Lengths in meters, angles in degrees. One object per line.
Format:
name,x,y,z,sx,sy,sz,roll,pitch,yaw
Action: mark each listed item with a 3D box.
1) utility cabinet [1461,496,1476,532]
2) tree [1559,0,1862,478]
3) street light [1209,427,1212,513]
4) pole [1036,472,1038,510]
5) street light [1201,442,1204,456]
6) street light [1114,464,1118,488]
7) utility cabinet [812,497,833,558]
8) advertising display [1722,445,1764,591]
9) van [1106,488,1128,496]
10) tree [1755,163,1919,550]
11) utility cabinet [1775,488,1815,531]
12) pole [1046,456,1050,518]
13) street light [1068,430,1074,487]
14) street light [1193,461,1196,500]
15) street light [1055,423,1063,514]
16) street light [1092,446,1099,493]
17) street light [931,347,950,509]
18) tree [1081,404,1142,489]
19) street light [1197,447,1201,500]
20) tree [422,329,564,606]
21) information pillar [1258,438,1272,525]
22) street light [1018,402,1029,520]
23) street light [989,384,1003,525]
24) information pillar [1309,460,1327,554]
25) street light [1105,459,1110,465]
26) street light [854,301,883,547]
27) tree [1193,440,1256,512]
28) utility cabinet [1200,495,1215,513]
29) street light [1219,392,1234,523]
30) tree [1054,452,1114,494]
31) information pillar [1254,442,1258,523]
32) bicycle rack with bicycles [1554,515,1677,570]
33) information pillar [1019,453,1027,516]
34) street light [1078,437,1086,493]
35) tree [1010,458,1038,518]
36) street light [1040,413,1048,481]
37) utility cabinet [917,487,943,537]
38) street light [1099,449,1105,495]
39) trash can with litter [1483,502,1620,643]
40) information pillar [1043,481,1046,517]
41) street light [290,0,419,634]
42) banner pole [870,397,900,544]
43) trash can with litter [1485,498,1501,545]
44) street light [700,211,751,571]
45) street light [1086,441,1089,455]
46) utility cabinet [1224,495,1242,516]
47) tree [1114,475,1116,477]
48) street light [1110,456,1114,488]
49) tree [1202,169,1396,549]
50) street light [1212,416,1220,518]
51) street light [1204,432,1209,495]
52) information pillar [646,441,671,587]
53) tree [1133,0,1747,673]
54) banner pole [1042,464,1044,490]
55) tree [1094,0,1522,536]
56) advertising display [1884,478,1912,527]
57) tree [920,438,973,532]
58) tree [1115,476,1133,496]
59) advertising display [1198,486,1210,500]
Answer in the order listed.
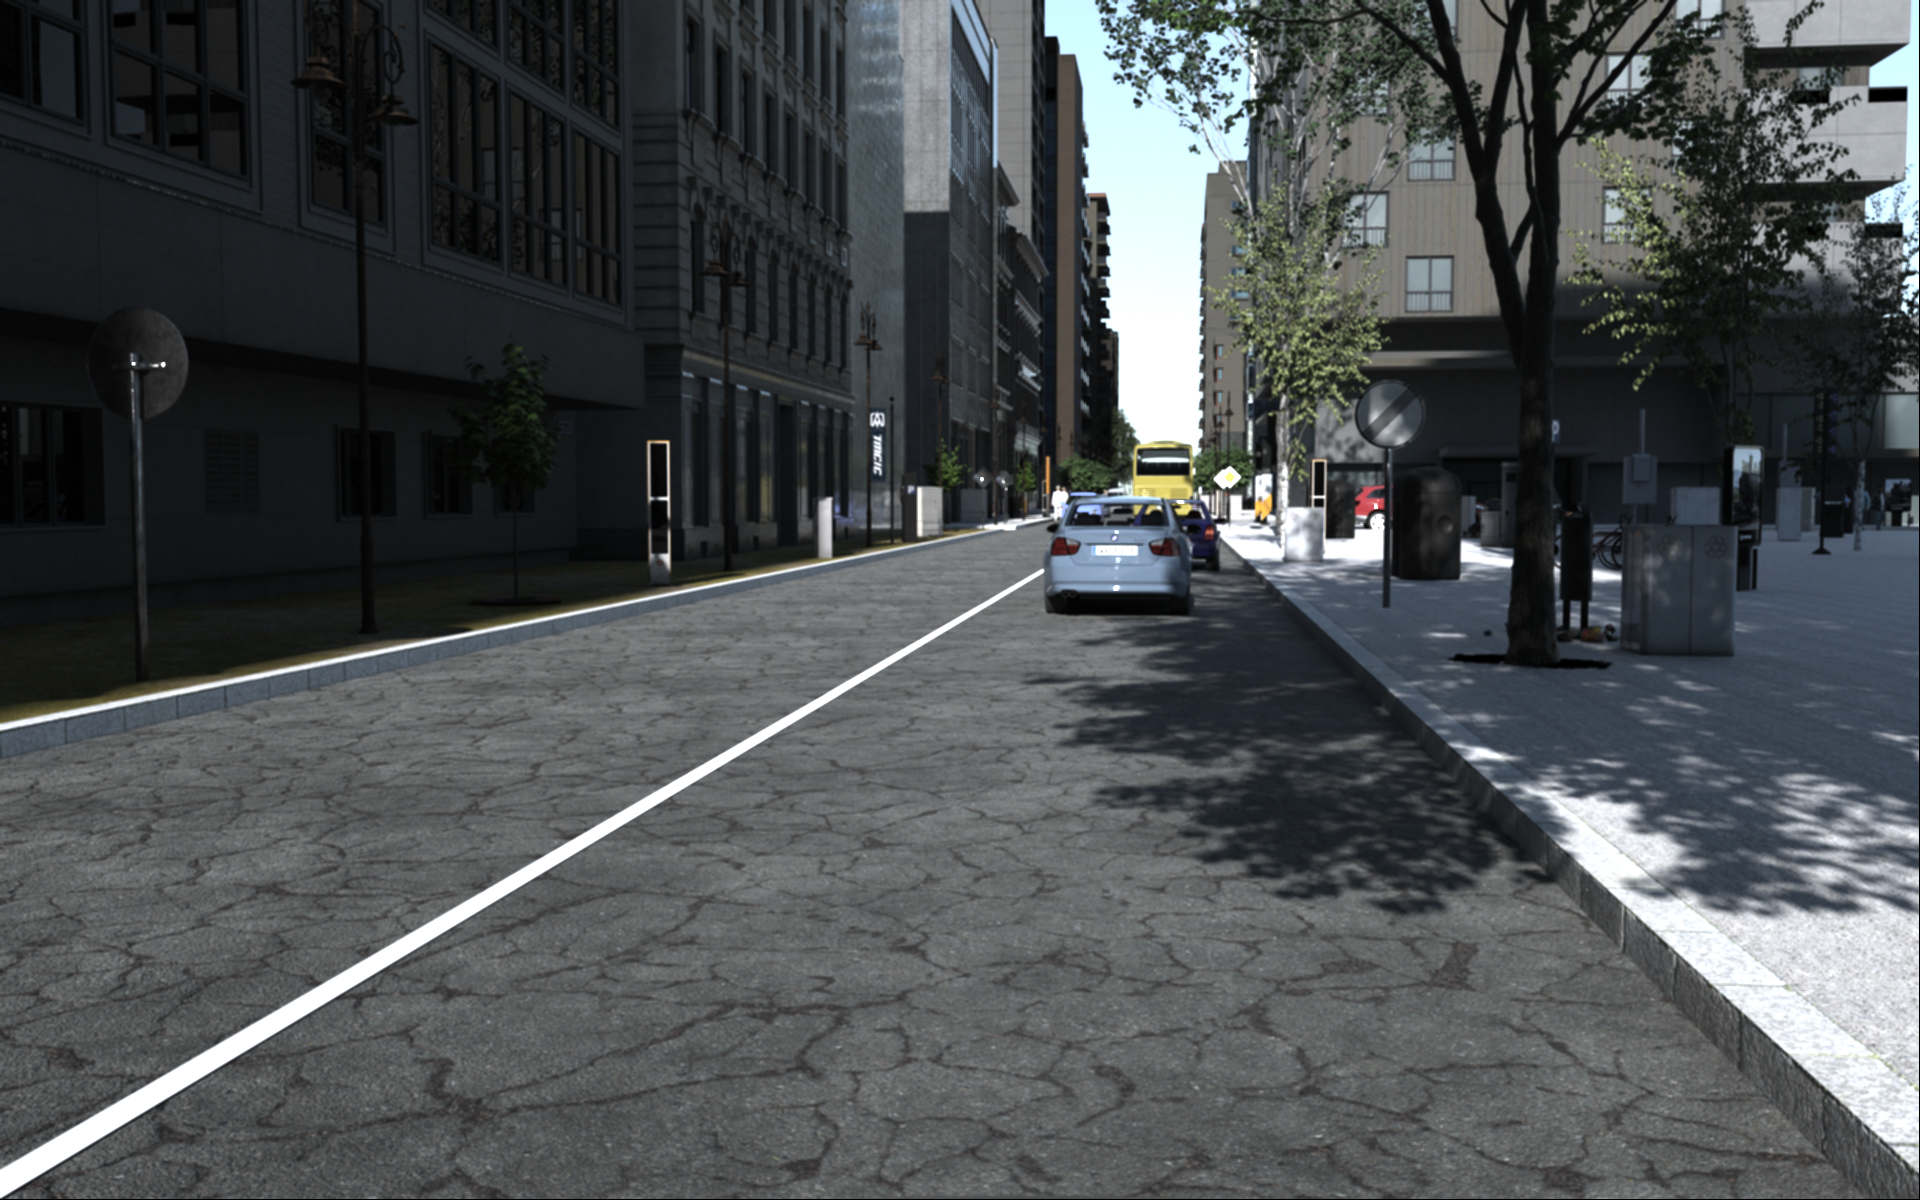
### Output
utility cabinet,17.093,-2.919,58.895,0.306,1.237,1.020,-2,4,-24
tree,11.210,-4.597,25.524,4.737,8.622,4.395,0,3,0
street light,15.209,-7.962,102.967,0.468,5.910,1.993,0,4,7
pole,6.336,-9.142,143.318,0.158,3.312,0.155,0,3,0
street light,18.506,-9.595,129.658,0.468,5.910,1.993,0,4,7
street light,18.872,-14.691,212.991,0.468,5.910,1.993,0,4,7
utility cabinet,-2.805,-1.470,35.195,0.306,1.237,1.020,-1,4,-12
advertising display,10.378,-1.086,22.971,0.974,1.923,0.123,-3,5,-43
van,11.281,-7.212,124.922,2.013,2.044,4.112,0,4,8
tree,20.476,-5.448,39.432,4.360,8.622,3.978,0,3,0
utility cabinet,28.540,-3.089,59.184,0.318,1.500,1.173,-3,5,-42
pole,4.760,-6.104,93.645,0.158,3.312,0.155,0,3,0
street light,8.013,-9.285,124.594,0.468,5.910,1.993,0,4,7
street light,23.131,-11.937,167.962,0.468,5.910,1.993,0,4,7
street light,6.344,-8.473,111.317,0.468,5.910,1.993,0,4,7
street light,12.445,-11.523,161.191,0.468,5.910,1.993,0,4,7
street light,-0.615,-4.999,54.521,0.468,5.910,1.993,0,4,7
tree,19.554,-18.629,221.586,9.611,12.733,9.660,0,3,0
street light,20.216,-10.483,144.191,0.468,5.910,1.993,0,4,7
tree,-5.163,-1.575,20.347,1.663,3.219,1.824,0,3,0
information pillar,12.734,-4.927,71.911,0.183,3.616,0.504,-3,5,-41
street light,3.160,-6.896,85.543,0.468,5.910,1.993,0,4,7
street light,1.485,-6.053,71.747,0.468,5.910,1.993,0,4,7
information pillar,7.688,-2.004,37.258,0.304,2.012,0.304,0,4,-1
street light,15.642,-13.099,186.964,0.468,5.910,1.993,0,4,7
street light,-2.194,-4.211,41.632,0.468,5.910,1.993,0,4,7
tree,16.292,-7.773,110.800,4.285,4.588,4.351,0,3,0
utility cabinet,17.150,-6.654,119.957,1.020,1.237,0.306,2,4,26
street light,11.960,-6.386,77.201,0.468,5.910,1.993,0,4,7
tree,8.896,-9.153,133.369,4.285,4.588,4.351,0,3,0
information pillar,13.501,-5.289,77.826,0.504,3.616,0.183,2,4,32
bicycle rack with bicycles,11.722,-0.984,29.477,2.925,0.926,2.852,2,4,28
information pillar,3.662,-6.649,100.073,0.504,3.616,0.183,2,4,32
street light,9.541,-10.082,137.628,0.468,5.910,1.993,0,4,7
tree,3.567,-5.949,91.869,1.663,3.219,1.824,0,3,0
street light,4.793,-7.684,98.425,0.468,5.910,1.993,0,4,7
utility cabinet,-0.937,-2.623,51.570,0.318,1.500,1.173,2,4,30
street light,14.039,-12.311,174.078,0.468,5.910,1.993,0,4,7
trash can with litter,5.593,-0.288,15.765,1.678,1.210,2.233,0,4,2
information pillar,4.732,-5.549,95.217,0.304,2.012,0.304,1,4,22
street light,-5.445,-2.629,15.772,0.468,5.910,1.993,0,4,7
banner pole,-1.963,-3.330,44.467,0.863,3.779,0.401,-1,4,-19
trash can with litter,13.802,-2.004,44.151,0.624,1.170,1.055,0,4,-4
street light,-3.857,-3.417,28.659,0.468,5.910,1.993,0,4,7
street light,10.750,-10.702,147.768,0.468,5.910,1.993,0,4,7
utility cabinet,16.300,-5.635,103.293,1.020,1.237,0.306,-1,4,-14
tree,11.619,-10.650,157.842,4.285,4.588,4.351,0,3,0
street light,17.187,-13.888,199.856,0.468,5.910,1.993,0,4,7
tree,7.798,-5.491,40.137,4.737,8.622,4.395,0,3,0
street light,13.520,-7.175,90.092,0.468,5.910,1.993,0,4,7
street light,16.846,-8.784,116.407,0.468,5.910,1.993,0,4,7
information pillar,-4.176,-1.194,24.010,0.304,2.012,0.304,-1,4,-13
tree,4.134,-5.318,12.707,9.928,11.665,9.643,0,3,0
banner pole,6.961,-9.537,145.950,0.401,3.779,0.863,0,4,-7
tree,11.232,-11.982,51.788,12.611,20.169,13.585,0,3,0
advertising display,37.045,-3.868,68.458,0.974,1.923,0.123,2,4,24
tree,-0.639,-3.973,59.555,1.663,3.219,1.824,0,3,0
tree,24.978,-19.105,262.723,4.360,8.622,3.978,0,3,0
advertising display,18.961,-7.917,134.656,0.974,1.923,0.123,-1,4,-15
